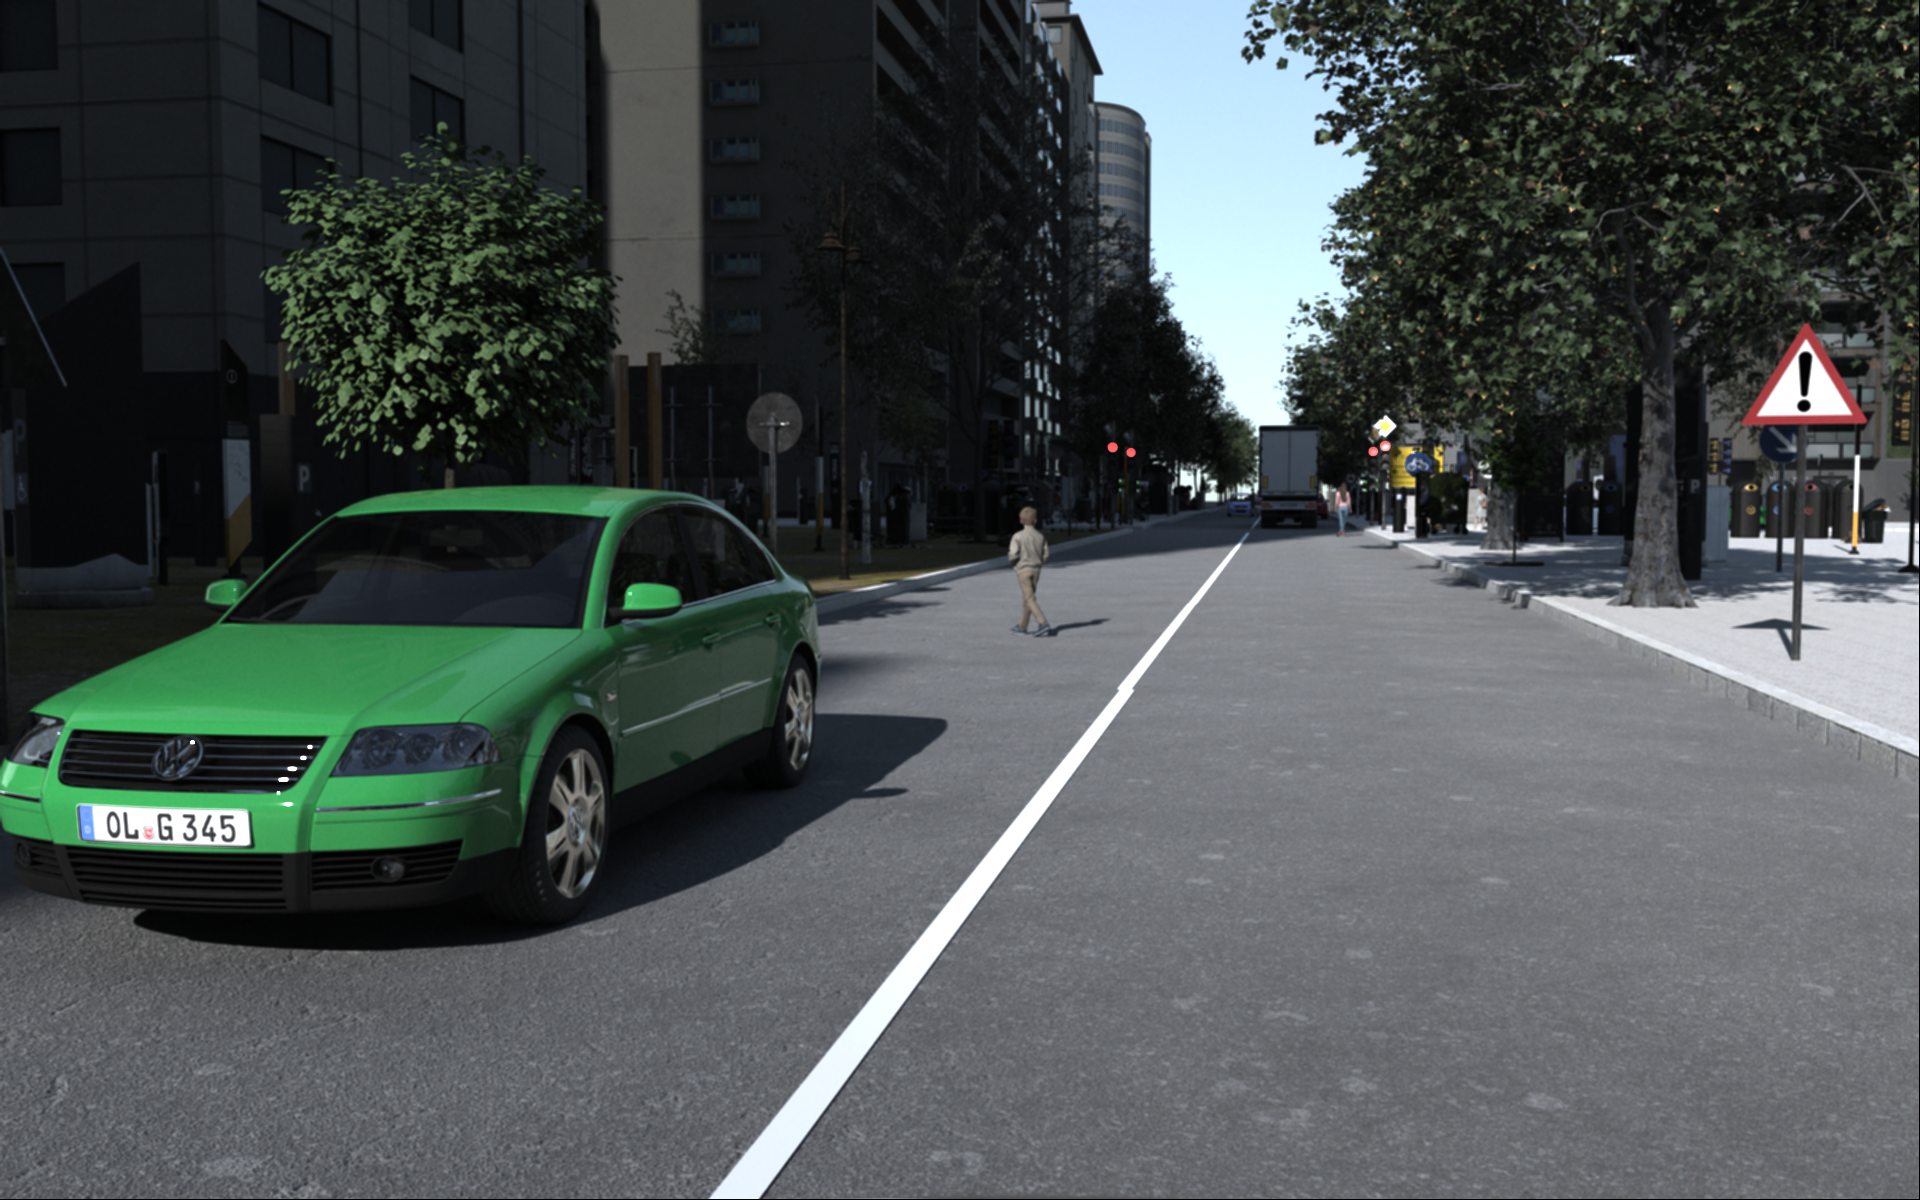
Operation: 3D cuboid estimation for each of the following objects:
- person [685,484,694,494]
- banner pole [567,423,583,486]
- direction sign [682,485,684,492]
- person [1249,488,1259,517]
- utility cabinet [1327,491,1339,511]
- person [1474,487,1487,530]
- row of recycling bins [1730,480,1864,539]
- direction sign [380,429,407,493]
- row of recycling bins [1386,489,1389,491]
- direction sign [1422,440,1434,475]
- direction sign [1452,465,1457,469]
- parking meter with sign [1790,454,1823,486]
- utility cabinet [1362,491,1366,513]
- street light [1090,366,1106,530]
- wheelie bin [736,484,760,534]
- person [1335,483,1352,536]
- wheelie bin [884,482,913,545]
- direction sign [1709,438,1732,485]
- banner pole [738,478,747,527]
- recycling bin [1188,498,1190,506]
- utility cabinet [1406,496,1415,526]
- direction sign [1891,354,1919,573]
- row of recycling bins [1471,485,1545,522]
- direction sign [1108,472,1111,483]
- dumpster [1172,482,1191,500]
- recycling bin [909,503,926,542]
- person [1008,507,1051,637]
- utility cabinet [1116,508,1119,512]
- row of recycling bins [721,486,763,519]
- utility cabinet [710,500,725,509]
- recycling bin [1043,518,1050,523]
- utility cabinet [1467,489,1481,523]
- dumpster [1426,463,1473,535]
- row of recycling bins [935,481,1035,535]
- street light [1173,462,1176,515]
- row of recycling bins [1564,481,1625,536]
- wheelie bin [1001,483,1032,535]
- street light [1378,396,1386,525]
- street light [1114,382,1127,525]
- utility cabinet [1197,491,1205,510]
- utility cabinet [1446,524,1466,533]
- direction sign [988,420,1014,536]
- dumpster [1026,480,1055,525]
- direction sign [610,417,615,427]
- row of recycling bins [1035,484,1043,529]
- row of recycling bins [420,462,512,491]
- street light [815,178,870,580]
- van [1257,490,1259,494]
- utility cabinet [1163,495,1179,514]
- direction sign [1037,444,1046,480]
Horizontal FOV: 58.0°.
[{"bbox_3d":[-11.083,-3.815,70.851,0.573,1.828,0.580,-2,4,-35],"label":"person"},{"bbox_3d":[-10.417,-3.488,47.050,0.401,3.779,0.863,1,4,22],"label":"banner pole"},{"bbox_3d":[-10.311,-4.425,64.350,0.876,3.537,0.379,-2,4,-32],"label":"direction sign"},{"bbox_3d":[18.036,-5.989,106.449,0.654,1.822,0.581,3,5,41],"label":"person"},{"bbox_3d":[27.545,-7.268,127.508,1.173,1.500,0.318,-2,4,-28],"label":"utility cabinet"},{"bbox_3d":[19.798,-3.442,65.777,0.512,1.701,0.522,-2,4,-25],"label":"person"},{"bbox_3d":[24.288,-2.643,50.333,3.534,1.692,1.069,2,4,34],"label":"row of recycling bins"},{"bbox_3d":[-9.884,-2.343,30.297,0.379,3.537,0.876,1,4,13],"label":"direction sign"},{"bbox_3d":[29.196,-6.886,119.694,1.069,1.692,3.534,1,4,15],"label":"row of recycling bins"},{"bbox_3d":[19.418,-4.888,71.922,0.379,3.537,0.876,-1,4,-17],"label":"direction sign"},{"bbox_3d":[38.028,-8.640,133.268,0.876,3.537,0.379,1,4,12],"label":"direction sign"},{"bbox_3d":[36.996,-4.900,76.382,1.738,3.016,0.543,1,4,16],"label":"parking meter with sign"},{"bbox_3d":[29.707,-7.416,129.930,1.173,1.500,0.318,-1,4,-18],"label":"utility cabinet"},{"bbox_3d":[4.996,-5.490,62.543,0.468,5.910,1.993,1,4,10],"label":"street light"},{"bbox_3d":[-6.827,-2.929,55.804,0.693,1.594,0.980,-1,4,-23],"label":"wheelie bin"},{"bbox_3d":[12.964,-3.059,58.529,0.555,1.821,0.388,0,4,-2],"label":"person"},{"bbox_3d":[-1.555,-2.209,44.023,0.693,1.594,0.980,0,4,4],"label":"wheelie bin"},{"bbox_3d":[30.613,-4.758,69.794,0.876,3.537,0.379,0,4,3],"label":"direction sign"},{"bbox_3d":[-6.103,-3.587,48.664,0.401,3.779,0.863,-2,4,-25],"label":"banner pole"},{"bbox_3d":[18.561,-7.983,143.081,0.722,1.027,0.722,-1,4,-23],"label":"recycling bin"},{"bbox_3d":[18.554,-3.593,69.903,1.020,1.237,0.306,1,4,22],"label":"utility cabinet"},{"bbox_3d":[15.525,-2.213,28.177,0.876,3.537,0.379,-1,4,-13],"label":"direction sign"},{"bbox_3d":[24.988,-4.467,80.147,3.534,1.692,1.069,0,4,0],"label":"row of recycling bins"},{"bbox_3d":[10.784,-7.996,122.729,0.379,3.537,0.876,-2,4,-34],"label":"direction sign"},{"bbox_3d":[18.048,-8.496,141.407,1.502,2.255,1.985,1,4,10],"label":"dumpster"},{"bbox_3d":[-1.291,-2.094,46.784,0.722,1.027,0.722,0,4,-5],"label":"recycling bin"},{"bbox_3d":[0.684,-0.289,17.502,0.475,1.303,0.640,-3,5,-44],"label":"person"},{"bbox_3d":[11.516,-6.855,120.752,1.173,1.500,0.318,0,4,-1],"label":"utility cabinet"},{"bbox_3d":[-10.948,-4.902,87.257,1.069,1.692,3.534,2,4,25],"label":"row of recycling bins"},{"bbox_3d":[-3.197,-0.522,19.691,1.020,1.237,0.306,1,4,16],"label":"utility cabinet"},{"bbox_3d":[3.630,-3.993,77.847,0.722,1.027,0.722,-3,5,-44],"label":"recycling bin"},{"bbox_3d":[22.198,-4.088,75.521,1.173,1.500,0.318,-2,4,-25],"label":"utility cabinet"},{"bbox_3d":[15.502,-3.227,55.253,1.502,2.255,1.985,1,4,10],"label":"dumpster"},{"bbox_3d":[0.619,-2.960,55.501,3.534,1.692,1.069,3,5,41],"label":"row of recycling bins"},{"bbox_3d":[13.429,-8.283,108.222,0.468,5.910,1.993,1,4,10],"label":"street light"},{"bbox_3d":[20.616,-2.847,53.667,3.534,1.692,1.069,2,4,26],"label":"row of recycling bins"},{"bbox_3d":[1.659,-2.546,49.537,0.980,1.594,0.693,-3,4,-37],"label":"wheelie bin"},{"bbox_3d":[17.299,-6.015,71.133,0.468,5.910,1.993,1,4,10],"label":"street light"},{"bbox_3d":[6.637,-6.038,71.509,0.468,5.910,1.993,1,4,10],"label":"street light"},{"bbox_3d":[19.751,-8.155,142.012,0.318,1.500,1.173,-1,4,-11],"label":"utility cabinet"},{"bbox_3d":[16.669,-2.873,58.138,0.306,1.237,1.020,0,4,-7],"label":"utility cabinet"},{"bbox_3d":[1.254,-3.725,52.904,0.876,3.537,0.379,2,4,27],"label":"direction sign"},{"bbox_3d":[3.237,-4.057,72.098,1.264,1.857,1.865,1,4,10],"label":"dumpster"},{"bbox_3d":[-9.803,-3.601,50.872,0.876,3.537,0.379,-1,4,-21],"label":"direction sign"},{"bbox_3d":[1.275,-3.452,63.549,3.534,1.692,1.069,0,4,-8],"label":"row of recycling bins"},{"bbox_3d":[-6.496,-0.976,23.068,1.069,1.692,3.534,-1,4,-9],"label":"row of recycling bins"},{"bbox_3d":[-1.728,-3.240,25.768,0.468,5.910,1.993,1,4,10],"label":"street light"},{"bbox_3d":[48.458,-16.690,277.270,2.240,2.365,5.245,1,4,10],"label":"van"},{"bbox_3d":[13.849,-6.278,113.814,1.020,1.237,0.306,0,4,0],"label":"utility cabinet"},{"bbox_3d":[3.714,-5.320,78.981,0.379,3.537,0.876,2,4,26],"label":"direction sign"}]
